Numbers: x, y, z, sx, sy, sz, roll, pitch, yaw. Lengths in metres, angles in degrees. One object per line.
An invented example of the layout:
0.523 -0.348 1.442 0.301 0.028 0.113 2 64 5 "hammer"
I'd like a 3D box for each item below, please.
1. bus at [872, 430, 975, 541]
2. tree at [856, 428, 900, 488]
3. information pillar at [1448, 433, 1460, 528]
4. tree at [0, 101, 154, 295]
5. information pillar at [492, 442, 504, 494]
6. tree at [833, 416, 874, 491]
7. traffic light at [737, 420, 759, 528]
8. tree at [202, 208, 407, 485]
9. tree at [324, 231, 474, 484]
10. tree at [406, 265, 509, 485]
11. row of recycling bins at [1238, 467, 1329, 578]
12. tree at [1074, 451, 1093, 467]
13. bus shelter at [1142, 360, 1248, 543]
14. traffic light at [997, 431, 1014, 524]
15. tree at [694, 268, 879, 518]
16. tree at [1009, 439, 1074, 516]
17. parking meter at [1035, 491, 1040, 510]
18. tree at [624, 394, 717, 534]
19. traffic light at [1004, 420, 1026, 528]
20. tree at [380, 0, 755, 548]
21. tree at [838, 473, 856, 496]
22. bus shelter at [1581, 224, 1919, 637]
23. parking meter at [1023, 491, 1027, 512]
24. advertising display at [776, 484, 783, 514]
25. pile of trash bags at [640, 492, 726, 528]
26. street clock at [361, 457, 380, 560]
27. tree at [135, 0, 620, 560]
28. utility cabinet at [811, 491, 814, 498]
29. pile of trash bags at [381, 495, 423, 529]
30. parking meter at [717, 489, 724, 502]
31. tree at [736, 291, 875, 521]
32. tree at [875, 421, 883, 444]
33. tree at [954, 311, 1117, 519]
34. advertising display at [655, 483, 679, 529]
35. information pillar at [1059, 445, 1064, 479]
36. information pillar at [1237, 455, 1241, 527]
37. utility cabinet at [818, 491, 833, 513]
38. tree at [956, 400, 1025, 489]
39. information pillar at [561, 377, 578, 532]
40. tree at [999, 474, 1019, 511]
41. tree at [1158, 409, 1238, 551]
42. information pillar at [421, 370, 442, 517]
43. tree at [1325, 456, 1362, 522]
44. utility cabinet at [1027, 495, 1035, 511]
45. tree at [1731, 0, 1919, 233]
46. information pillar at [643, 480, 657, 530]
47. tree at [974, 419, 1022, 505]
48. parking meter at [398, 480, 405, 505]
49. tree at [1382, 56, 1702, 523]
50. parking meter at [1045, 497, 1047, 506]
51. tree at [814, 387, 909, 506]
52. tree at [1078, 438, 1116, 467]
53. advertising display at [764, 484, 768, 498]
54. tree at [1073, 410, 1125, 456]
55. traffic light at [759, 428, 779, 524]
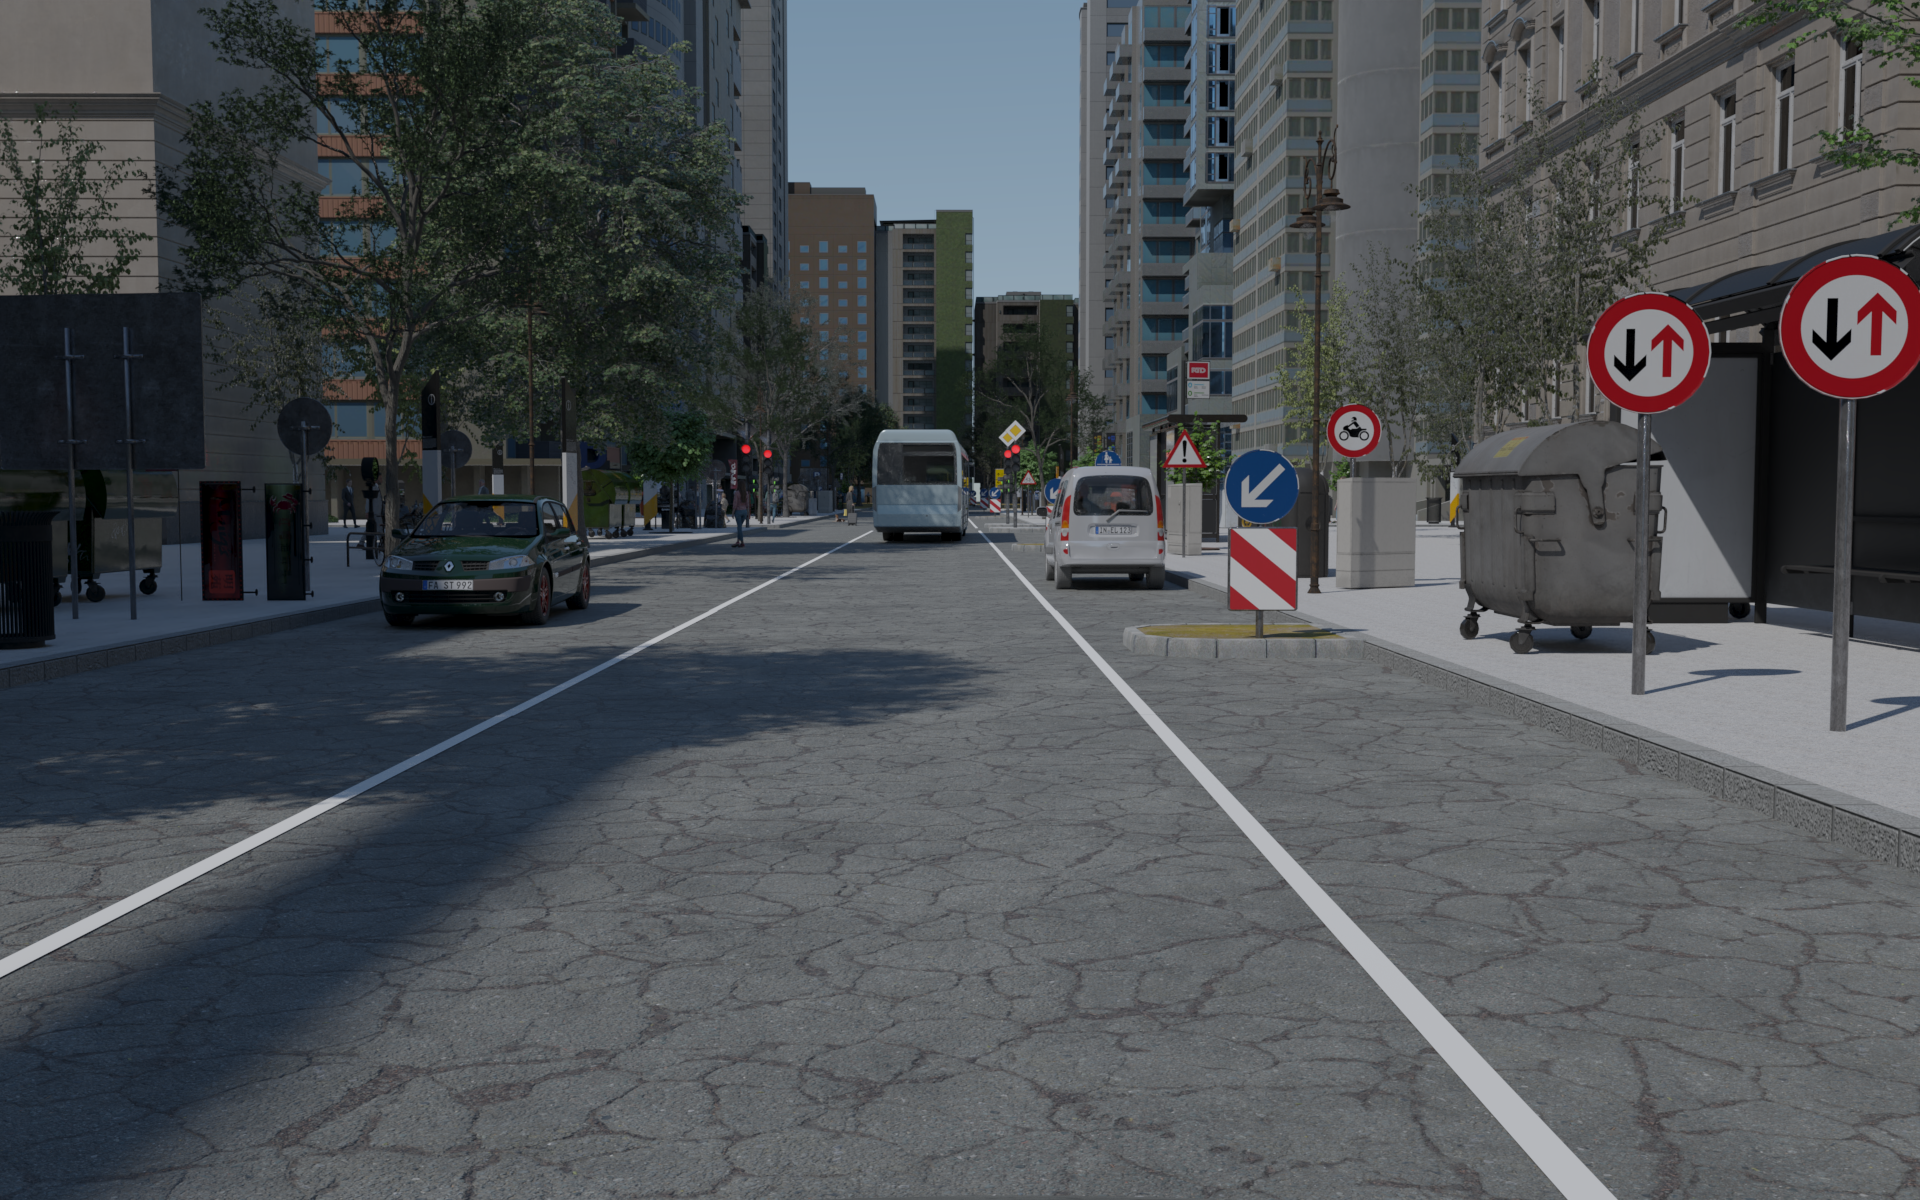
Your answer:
-1.080 -3.750 56.167 2.948 3.499 13.247 0 4 1 "bus"
-10.817 -18.519 220.917 7.486 12.596 7.792 0 3 0 "tree"
18.904 -4.576 66.172 0.183 3.616 0.504 -1 4 -18 "information pillar"
-17.105 -4.983 31.839 4.737 8.622 4.395 0 3 0 "tree"
-19.806 -5.073 74.304 0.504 3.616 0.183 -3 4 -39 "information pillar"
-9.329 -12.052 147.410 4.737 8.622 4.395 0 3 0 "tree"
-8.071 -4.703 65.815 0.839 4.253 0.868 0 4 0 "traffic light"
-16.989 -5.724 43.946 4.360 8.622 3.978 0 3 0 "tree"
-16.042 -6.062 49.474 4.737 8.622 4.395 0 3 0 "tree"
-16.351 -6.376 54.609 4.360 8.622 3.978 0 3 0 "tree"
5.250 -1.283 28.082 1.069 1.692 3.534 0 4 -1 "row of recycling bins"
9.258 -8.640 124.981 4.285 4.588 4.351 0 3 0 "tree"
6.480 -4.411 49.745 2.179 5.291 8.768 0 4 0 "bus shelter"
2.024 -5.197 73.899 0.839 4.253 0.868 0 4 0 "traffic light"
-9.558 -11.241 94.165 12.009 13.543 11.850 0 3 0 "tree"
4.382 -7.300 103.061 4.285 4.588 4.351 0 3 0 "tree"
6.097 -7.845 136.675 0.372 1.533 0.369 0 3 0 "parking meter"
-9.518 -4.463 56.685 4.285 4.588 4.351 0 3 0 "tree"
2.090 -4.709 65.914 0.839 4.253 0.868 0 4 0 "traffic light"
-9.139 -8.200 40.733 9.857 13.997 8.962 0 3 0 "tree"
-10.493 -9.895 156.387 1.663 3.219 1.824 0 3 0 "tree"
7.234 -1.265 14.606 2.014 3.302 5.546 0 4 0 "bus shelter"
4.654 -7.174 125.699 0.372 1.533 0.369 0 3 0 "parking meter"
-11.659 -6.515 111.731 0.123 1.923 0.974 1 4 21 "advertising display"
-10.512 -3.424 65.729 3.447 1.369 1.912 0 4 2 "pile of trash bags"
-11.555 -1.798 33.972 0.358 2.002 0.471 0 4 -3 "street clock"
-9.234 -5.675 27.205 8.767 10.594 7.601 1 4 18 "tree"
-12.239 -7.918 138.142 1.173 1.500 0.318 2 4 30 "utility cabinet"
-20.838 -3.358 64.663 1.912 1.369 3.447 -2 4 -34 "pile of trash bags"
-11.936 -4.755 86.150 0.372 1.533 0.369 0 3 0 "parking meter"
-9.489 -8.948 80.720 8.767 10.594 7.601 1 4 16 "tree"
-8.994 -11.707 125.818 8.767 10.594 7.601 2 4 35 "tree"
4.163 -9.404 88.171 8.767 10.594 7.601 -2 4 -29 "tree"
-10.806 -3.578 63.710 0.974 1.923 0.123 1 4 12 "advertising display"
4.816 -5.574 82.486 0.183 3.616 0.504 2 4 25 "information pillar"
5.454 -1.735 32.866 0.304 2.012 0.304 -1 4 -8 "information pillar"
-8.975 -6.525 115.370 0.318 1.500 1.173 -3 5 -42 "utility cabinet"
3.221 -19.015 221.256 12.009 13.543 11.850 0 3 0 "tree"
-7.868 -2.663 34.890 0.183 3.616 0.504 1 4 14 "information pillar"
3.761 -8.420 132.271 1.663 3.219 1.824 0 3 0 "tree"
5.428 -2.763 39.784 1.663 3.219 1.824 0 3 0 "tree"
-10.012 -2.538 32.857 0.504 3.616 0.183 3 4 37 "information pillar"
17.577 -5.146 78.732 1.663 3.219 1.824 0 3 0 "tree"
5.352 -7.325 130.923 0.306 1.237 1.020 -1 4 -17 "utility cabinet"
12.141 -5.650 18.131 9.928 11.665 9.643 0 3 0 "tree"
-10.955 -4.269 61.146 0.504 3.616 0.183 -2 4 -29 "information pillar"
3.627 -13.090 164.382 4.360 8.622 3.978 0 3 0 "tree"
-23.520 -4.106 72.847 0.255 1.863 0.399 -2 4 -34 "parking meter"
9.998 -4.810 29.007 4.360 8.622 3.978 0 3 0 "tree"
5.224 -6.205 107.170 0.255 1.863 0.399 -2 4 -26 "parking meter"
-10.585 -16.152 181.098 9.611 12.733 9.660 0 3 0 "tree"
4.743 -3.955 59.263 1.663 3.219 1.824 0 3 0 "tree"
-12.231 -6.371 109.371 0.123 1.923 0.974 -1 4 -16 "advertising display"
11.190 -11.795 143.205 4.360 8.622 3.978 0 3 0 "tree"
-8.137 -5.191 73.800 0.839 4.253 0.868 0 4 0 "traffic light"
